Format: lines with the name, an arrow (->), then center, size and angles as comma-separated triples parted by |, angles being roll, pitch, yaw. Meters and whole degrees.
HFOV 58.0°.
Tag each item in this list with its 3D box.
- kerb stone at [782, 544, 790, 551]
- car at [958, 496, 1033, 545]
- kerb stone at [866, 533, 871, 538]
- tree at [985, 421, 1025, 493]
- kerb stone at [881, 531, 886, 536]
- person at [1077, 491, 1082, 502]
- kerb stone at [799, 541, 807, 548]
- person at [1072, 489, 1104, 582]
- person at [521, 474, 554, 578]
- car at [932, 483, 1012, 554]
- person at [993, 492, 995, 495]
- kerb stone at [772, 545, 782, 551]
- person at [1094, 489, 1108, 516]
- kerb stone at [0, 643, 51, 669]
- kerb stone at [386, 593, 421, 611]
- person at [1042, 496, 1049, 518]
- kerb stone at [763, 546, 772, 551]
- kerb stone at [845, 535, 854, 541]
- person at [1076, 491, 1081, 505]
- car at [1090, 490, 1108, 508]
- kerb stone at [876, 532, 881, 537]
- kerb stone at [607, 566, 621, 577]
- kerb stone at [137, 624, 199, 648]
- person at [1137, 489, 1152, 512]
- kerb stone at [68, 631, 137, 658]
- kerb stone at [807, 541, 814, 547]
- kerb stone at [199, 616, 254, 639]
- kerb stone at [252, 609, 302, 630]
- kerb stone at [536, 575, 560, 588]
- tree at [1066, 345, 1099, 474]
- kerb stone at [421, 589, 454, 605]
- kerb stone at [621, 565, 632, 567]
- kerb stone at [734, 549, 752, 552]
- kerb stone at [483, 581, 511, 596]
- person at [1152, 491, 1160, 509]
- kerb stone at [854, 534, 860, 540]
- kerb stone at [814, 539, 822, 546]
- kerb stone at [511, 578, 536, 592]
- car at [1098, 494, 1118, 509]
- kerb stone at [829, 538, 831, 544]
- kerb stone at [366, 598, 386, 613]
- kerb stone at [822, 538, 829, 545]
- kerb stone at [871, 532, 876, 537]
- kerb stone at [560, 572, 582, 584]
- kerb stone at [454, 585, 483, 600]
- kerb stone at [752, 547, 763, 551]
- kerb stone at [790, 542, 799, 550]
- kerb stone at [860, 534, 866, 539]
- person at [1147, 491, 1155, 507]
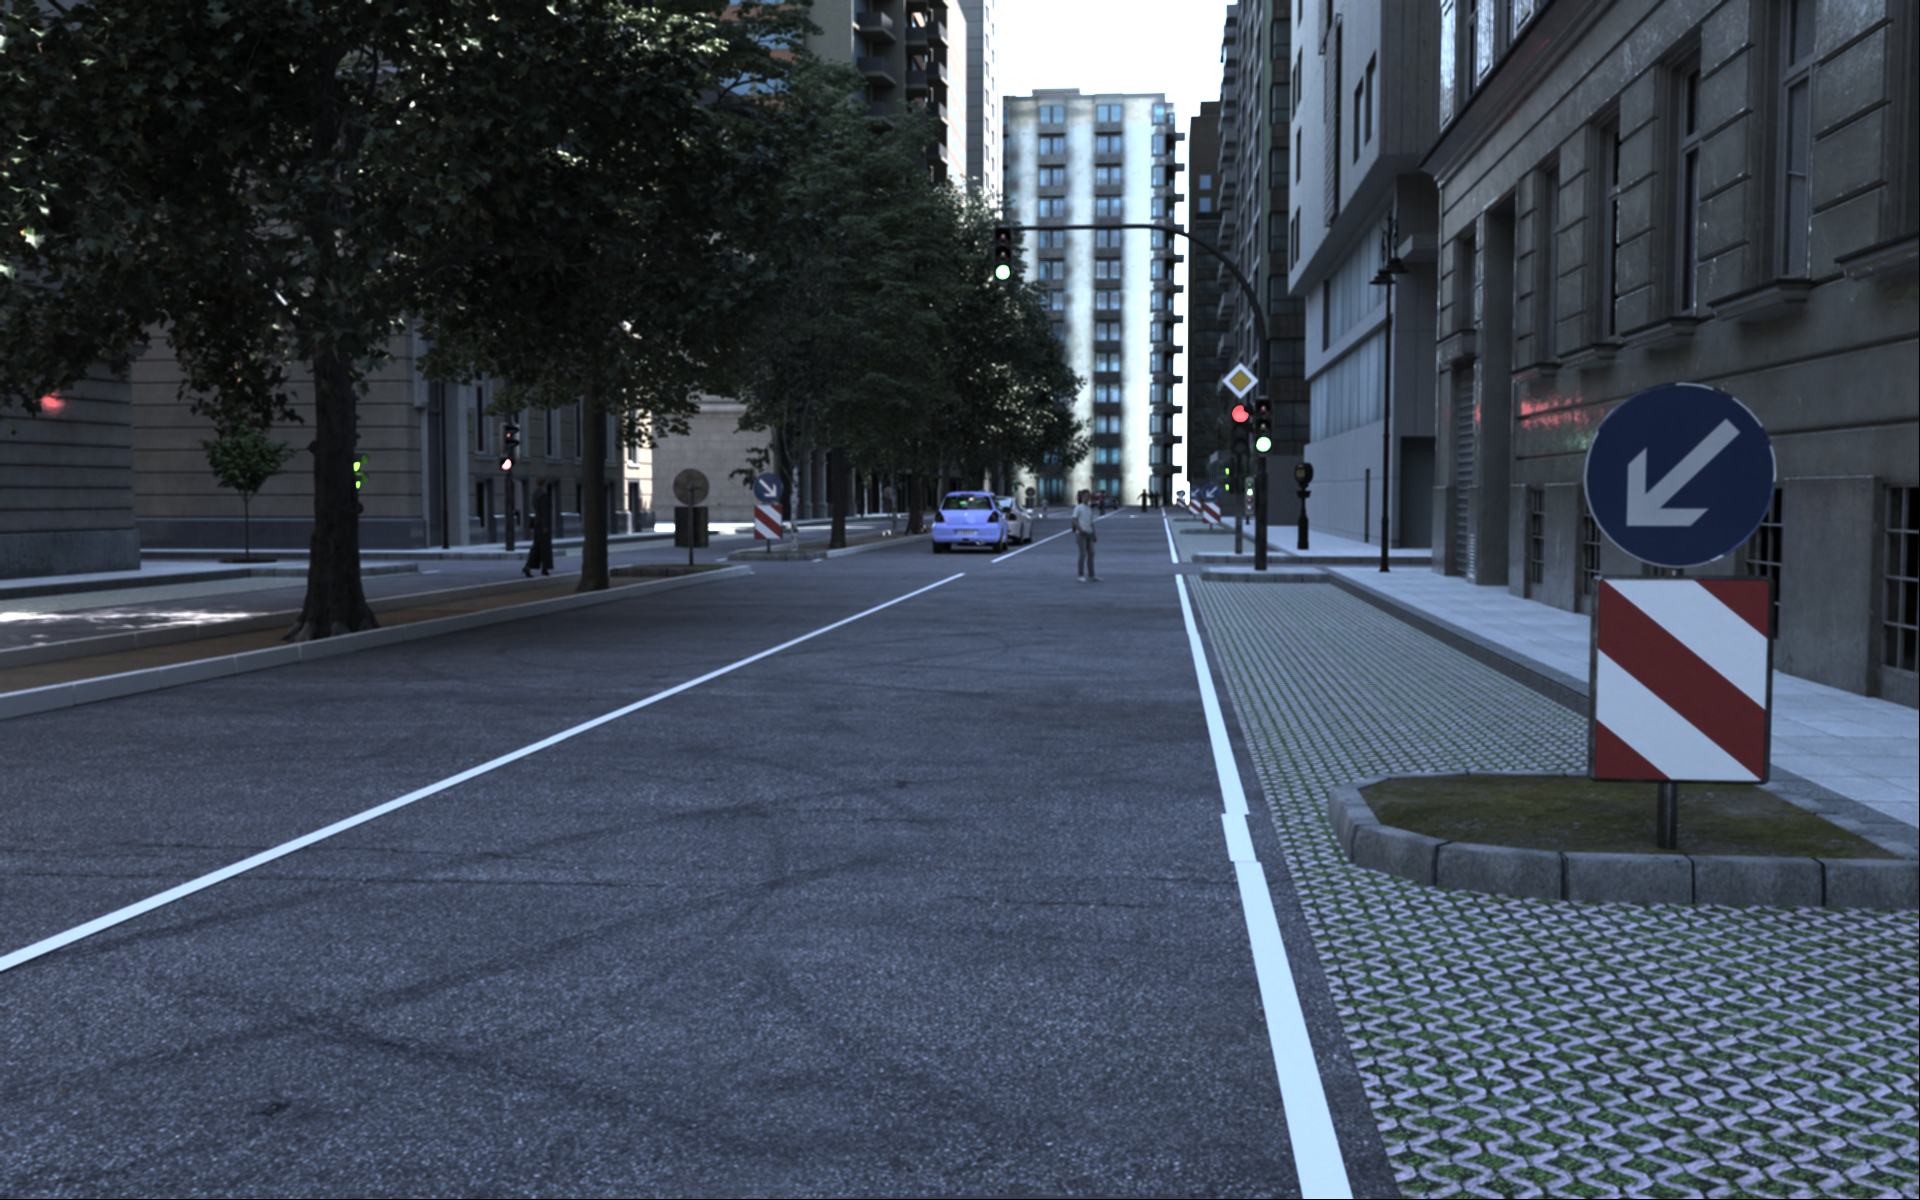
kerb stone -> -4.493, -1.304, 43.513 | 0.120, 0.150, 1.000 | 0, 4, 7
car -> 1.013, -2.287, 49.750 | 2.083, 1.381, 4.827 | 0, 4, 7
kerb stone -> -3.086, -2.051, 55.733 | 0.120, 0.150, 1.000 | 0, 4, 7
tree -> 1.602, -8.129, 85.727 | 4.737, 8.622, 4.395 | 0, 3, 0
kerb stone -> -2.732, -2.238, 58.786 | 0.120, 0.150, 1.000 | 0, 4, 7
person -> 10.903, -9.075, 157.611 | 0.721, 1.736, 1.217 | 1, 4, 21
kerb stone -> -4.259, -1.429, 45.557 | 0.120, 0.150, 1.000 | 0, 4, 7
person -> 2.068, -1.054, 28.322 | 0.523, 1.515, 0.503 | 1, 4, 16
person -> -7.207, -1.273, 29.728 | 0.576, 1.772, 0.534 | 2, 4, 31
car -> 0.290, -2.046, 43.042 | 1.945, 1.707, 3.694 | 0, 4, 5
person -> 2.776, -8.873, 153.446 | 0.709, 1.838, 0.599 | -2, 4, -23
kerb stone -> -4.609, -1.239, 42.493 | 0.120, 0.150, 1.000 | 0, 4, 7
person -> 9.443, -6.513, 115.702 | 0.721, 1.743, 1.217 | -3, 5, -42
kerb stone -> -7.832, 0.476, 14.451 | 0.120, 0.150, 1.000 | 0, 4, 7
kerb stone -> -7.014, 0.038, 21.579 | 0.120, 0.150, 1.000 | 0, 4, 7
person -> 5.119, -5.604, 104.410 | 0.425, 1.301, 0.394 | -1, 4, -17
kerb stone -> -4.726, -1.179, 41.474 | 0.120, 0.150, 1.000 | 0, 4, 7
kerb stone -> -3.443, -1.864, 52.677 | 0.120, 0.150, 1.000 | 0, 4, 7
person -> 10.449, -8.653, 150.662 | 0.721, 1.739, 1.217 | -2, 4, -32
car -> 14.594, -10.471, 179.878 | 2.281, 1.827, 5.304 | 0, 4, 5
kerb stone -> -2.859, -2.175, 57.765 | 0.120, 0.150, 1.000 | 0, 4, 7
kerb stone -> -6.078, -0.460, 29.711 | 0.120, 0.150, 1.000 | 0, 4, 7
kerb stone -> -7.602, 0.349, 16.489 | 0.120, 0.150, 1.000 | 0, 4, 7
person -> 14.538, -7.828, 136.447 | 1.348, 1.831, 0.705 | 2, 4, 29
kerb stone -> -7.721, 0.412, 15.467 | 0.120, 0.150, 1.000 | 0, 4, 7
kerb stone -> -4.146, -1.489, 46.573 | 0.120, 0.150, 1.000 | 0, 4, 7
kerb stone -> -7.479, 0.299, 17.510 | 0.120, 0.150, 1.000 | 0, 4, 7
kerb stone -> -7.365, 0.225, 18.524 | 0.120, 0.150, 1.000 | 0, 4, 7
kerb stone -> -6.429, -0.272, 26.659 | 0.120, 0.150, 1.000 | 0, 4, 7
tree -> 2.586, -10.618, 93.068 | 9.611, 12.733, 9.660 | 0, 3, 0
kerb stone -> -6.896, -0.024, 22.594 | 0.120, 0.150, 1.000 | 0, 4, 7
kerb stone -> -5.965, -0.520, 30.727 | 0.120, 0.150, 1.000 | 0, 4, 7
kerb stone -> -4.961, -1.054, 39.434 | 0.120, 0.150, 1.000 | 0, 4, 7
kerb stone -> -6.661, -0.149, 24.625 | 0.120, 0.150, 1.000 | 0, 4, 7
person -> 19.369, -9.911, 171.264 | 0.721, 1.735, 1.217 | 3, 5, 45
kerb stone -> -3.322, -1.926, 53.697 | 0.120, 0.150, 1.000 | 0, 4, 7
kerb stone -> -4.027, -1.551, 47.588 | 0.120, 0.150, 1.000 | 0, 4, 7
kerb stone -> -6.547, -0.211, 25.644 | 0.120, 0.150, 1.000 | 0, 4, 7
car -> 13.915, -9.233, 162.969 | 2.014, 1.417, 4.499 | 0, 4, 7
kerb stone -> -3.792, -1.677, 49.620 | 0.120, 0.150, 1.000 | 0, 4, 7
kerb stone -> -7.131, 0.100, 20.564 | 0.120, 0.150, 1.000 | 0, 4, 7
kerb stone -> -3.910, -1.614, 48.604 | 0.120, 0.150, 1.000 | 0, 4, 7
kerb stone -> -2.965, -2.113, 56.748 | 0.120, 0.150, 1.000 | 0, 4, 7
kerb stone -> -6.311, -0.335, 27.675 | 0.120, 0.150, 1.000 | 0, 4, 7
kerb stone -> -6.788, -0.087, 23.611 | 0.120, 0.150, 1.000 | 0, 4, 7
kerb stone -> -4.843, -1.114, 40.453 | 0.120, 0.150, 1.000 | 0, 4, 7
kerb stone -> -4.372, -1.363, 44.538 | 0.120, 0.150, 1.000 | 0, 4, 7
kerb stone -> -3.201, -1.987, 54.717 | 0.120, 0.150, 1.000 | 0, 4, 7
person -> 21.152, -11.188, 191.440 | 0.705, 1.821, 1.348 | -2, 4, -29
